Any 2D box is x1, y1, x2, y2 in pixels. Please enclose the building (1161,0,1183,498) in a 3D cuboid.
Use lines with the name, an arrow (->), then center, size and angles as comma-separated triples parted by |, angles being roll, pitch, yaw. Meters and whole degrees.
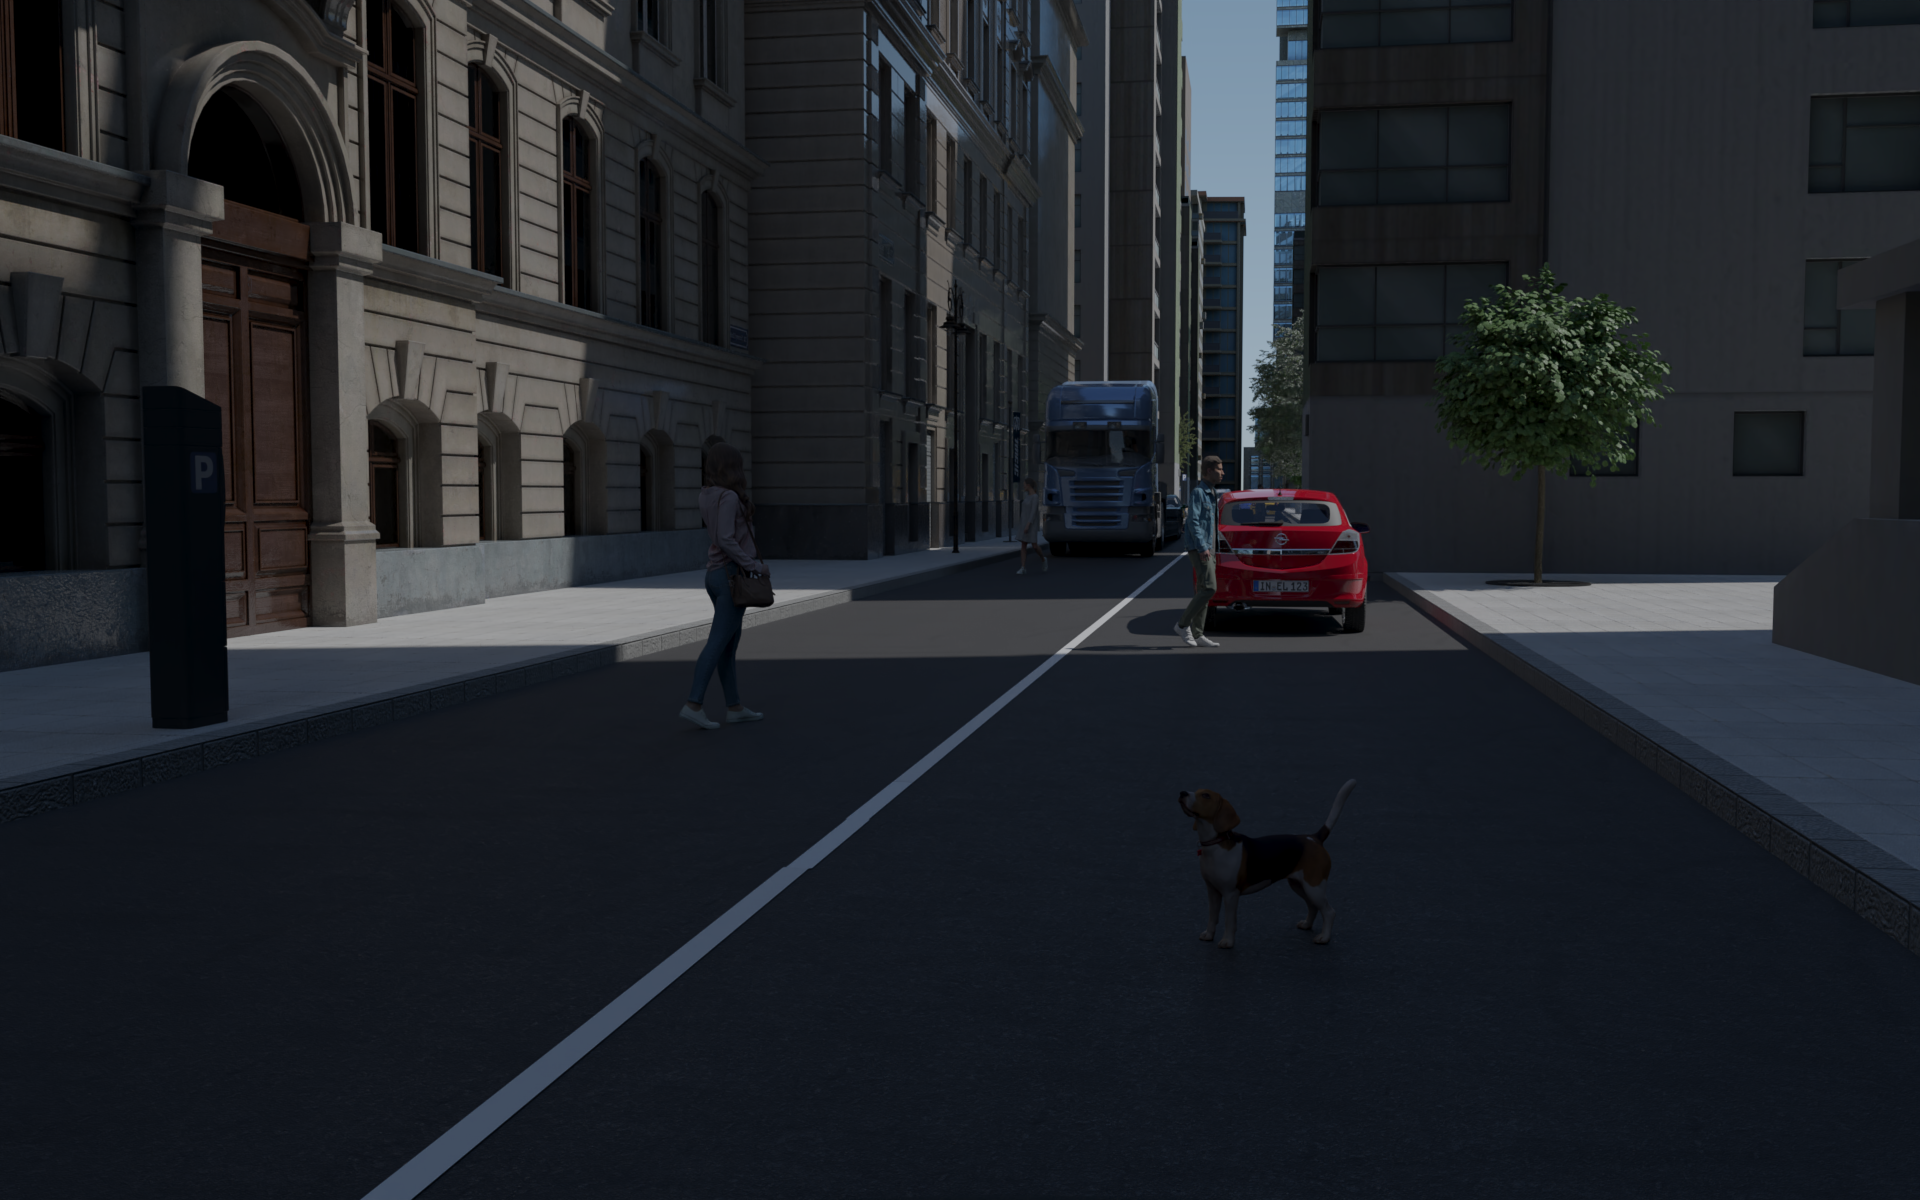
building -> 3.697, -24.633, 86.350 | 14.154, 41.232, 14.086 | 1, 4, 10

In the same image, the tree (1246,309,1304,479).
tree -> 22.947, -12.633, 113.198 | 9.857, 13.997, 8.962 | 0, 3, 0

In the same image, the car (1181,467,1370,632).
car -> 3.569, -0.644, 19.564 | 2.155, 1.783, 4.494 | 1, 4, 9

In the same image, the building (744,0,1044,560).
building -> -5.291, -15.186, 45.559 | 12.463, 27.353, 25.104 | 1, 4, 10

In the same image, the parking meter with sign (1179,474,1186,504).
parking meter with sign -> 19.236, -9.639, 153.861 | 0.543, 3.016, 1.738 | -3, 5, -44

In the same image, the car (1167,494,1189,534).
car -> 7.416, -3.202, 64.155 | 2.131, 1.459, 4.920 | 1, 4, 10

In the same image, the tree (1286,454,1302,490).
tree -> 24.684, -8.458, 122.007 | 4.285, 4.588, 4.351 | 0, 3, 0

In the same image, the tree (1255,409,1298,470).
tree -> 30.351, -13.398, 153.469 | 8.767, 10.594, 7.601 | -1, 4, -10

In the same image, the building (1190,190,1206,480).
building -> 18.116, -31.947, 214.220 | 23.993, 40.220, 32.217 | 1, 4, 10

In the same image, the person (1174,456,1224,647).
person -> 2.237, -0.447, 16.158 | 0.444, 1.785, 0.601 | 2, 4, 29

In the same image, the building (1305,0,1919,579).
building -> 13.816, -15.994, 33.197 | 14.160, 30.474, 14.107 | 1, 4, 10

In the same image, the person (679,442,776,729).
person -> -1.486, -0.100, 10.726 | 0.643, 1.750, 0.593 | -2, 4, -29

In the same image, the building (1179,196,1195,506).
building -> 14.248, -23.881, 162.154 | 14.160, 30.474, 14.107 | 1, 4, 10

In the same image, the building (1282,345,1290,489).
building -> 53.575, -22.366, 210.721 | 27.650, 21.520, 28.899 | 1, 4, 10

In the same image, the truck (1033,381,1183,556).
truck -> 4.479, -3.505, 47.068 | 2.967, 4.110, 18.799 | 1, 4, 10

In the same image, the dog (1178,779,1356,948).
dog -> 0.984, 0.841, 5.540 | 0.406, 0.507, 0.540 | 2, 4, 31

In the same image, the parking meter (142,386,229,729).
parking meter -> -4.279, -0.237, 9.589 | 0.255, 1.863, 0.399 | 1, 4, 12

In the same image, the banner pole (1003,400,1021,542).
banner pole -> 1.443, -3.441, 46.283 | 0.401, 3.779, 0.863 | 2, 4, 27

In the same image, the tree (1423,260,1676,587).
tree -> 8.202, -2.487, 24.379 | 4.285, 4.588, 4.351 | 0, 3, 0

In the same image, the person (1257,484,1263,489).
person -> 11.106, -3.384, 63.932 | 0.767, 1.812, 0.694 | 1, 4, 13

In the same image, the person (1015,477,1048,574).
person -> 1.274, -1.340, 31.158 | 0.466, 1.731, 0.760 | 3, 4, 37

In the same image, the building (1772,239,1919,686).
building -> 21.699, -19.099, 4.153 | 32.217, 40.220, 23.993 | 1, 4, 10

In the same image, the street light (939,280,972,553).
street light -> -0.093, -3.958, 37.505 | 0.468, 5.910, 1.993 | 1, 4, 10

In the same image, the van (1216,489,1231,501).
van -> 21.331, -8.192, 140.953 | 2.013, 2.044, 4.112 | 1, 4, 10

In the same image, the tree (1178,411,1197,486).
tree -> 18.264, -12.056, 147.478 | 4.737, 8.622, 4.395 | 0, 3, 0

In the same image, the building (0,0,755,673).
building -> -11.788, -12.038, 15.906 | 14.460, 24.649, 34.723 | 1, 4, 10

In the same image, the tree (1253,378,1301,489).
tree -> 28.169, -13.340, 143.872 | 9.928, 11.665, 9.643 | 0, 3, 0

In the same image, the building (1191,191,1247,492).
building -> 26.206, -36.297, 248.074 | 28.867, 44.769, 22.147 | 1, 4, 10

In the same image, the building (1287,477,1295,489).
building -> 48.690, -29.238, 169.918 | 32.217, 40.220, 23.993 | 1, 4, 10

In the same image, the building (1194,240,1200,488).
building -> 18.922, -25.591, 190.106 | 14.160, 30.474, 14.107 | 1, 4, 10

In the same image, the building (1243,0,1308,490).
building -> 55.821, -56.864, 242.397 | 31.000, 86.520, 22.319 | 1, 4, 10

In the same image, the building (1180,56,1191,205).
building -> 16.087, -32.147, 175.720 | 14.600, 45.320, 14.200 | 1, 4, 10

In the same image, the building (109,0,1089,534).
building -> -12.802, -15.233, 68.147 | 34.723, 24.649, 14.460 | 1, 4, 10

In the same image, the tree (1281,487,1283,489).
tree -> 43.032, -14.336, 228.994 | 1.663, 3.219, 1.824 | 0, 3, 0
